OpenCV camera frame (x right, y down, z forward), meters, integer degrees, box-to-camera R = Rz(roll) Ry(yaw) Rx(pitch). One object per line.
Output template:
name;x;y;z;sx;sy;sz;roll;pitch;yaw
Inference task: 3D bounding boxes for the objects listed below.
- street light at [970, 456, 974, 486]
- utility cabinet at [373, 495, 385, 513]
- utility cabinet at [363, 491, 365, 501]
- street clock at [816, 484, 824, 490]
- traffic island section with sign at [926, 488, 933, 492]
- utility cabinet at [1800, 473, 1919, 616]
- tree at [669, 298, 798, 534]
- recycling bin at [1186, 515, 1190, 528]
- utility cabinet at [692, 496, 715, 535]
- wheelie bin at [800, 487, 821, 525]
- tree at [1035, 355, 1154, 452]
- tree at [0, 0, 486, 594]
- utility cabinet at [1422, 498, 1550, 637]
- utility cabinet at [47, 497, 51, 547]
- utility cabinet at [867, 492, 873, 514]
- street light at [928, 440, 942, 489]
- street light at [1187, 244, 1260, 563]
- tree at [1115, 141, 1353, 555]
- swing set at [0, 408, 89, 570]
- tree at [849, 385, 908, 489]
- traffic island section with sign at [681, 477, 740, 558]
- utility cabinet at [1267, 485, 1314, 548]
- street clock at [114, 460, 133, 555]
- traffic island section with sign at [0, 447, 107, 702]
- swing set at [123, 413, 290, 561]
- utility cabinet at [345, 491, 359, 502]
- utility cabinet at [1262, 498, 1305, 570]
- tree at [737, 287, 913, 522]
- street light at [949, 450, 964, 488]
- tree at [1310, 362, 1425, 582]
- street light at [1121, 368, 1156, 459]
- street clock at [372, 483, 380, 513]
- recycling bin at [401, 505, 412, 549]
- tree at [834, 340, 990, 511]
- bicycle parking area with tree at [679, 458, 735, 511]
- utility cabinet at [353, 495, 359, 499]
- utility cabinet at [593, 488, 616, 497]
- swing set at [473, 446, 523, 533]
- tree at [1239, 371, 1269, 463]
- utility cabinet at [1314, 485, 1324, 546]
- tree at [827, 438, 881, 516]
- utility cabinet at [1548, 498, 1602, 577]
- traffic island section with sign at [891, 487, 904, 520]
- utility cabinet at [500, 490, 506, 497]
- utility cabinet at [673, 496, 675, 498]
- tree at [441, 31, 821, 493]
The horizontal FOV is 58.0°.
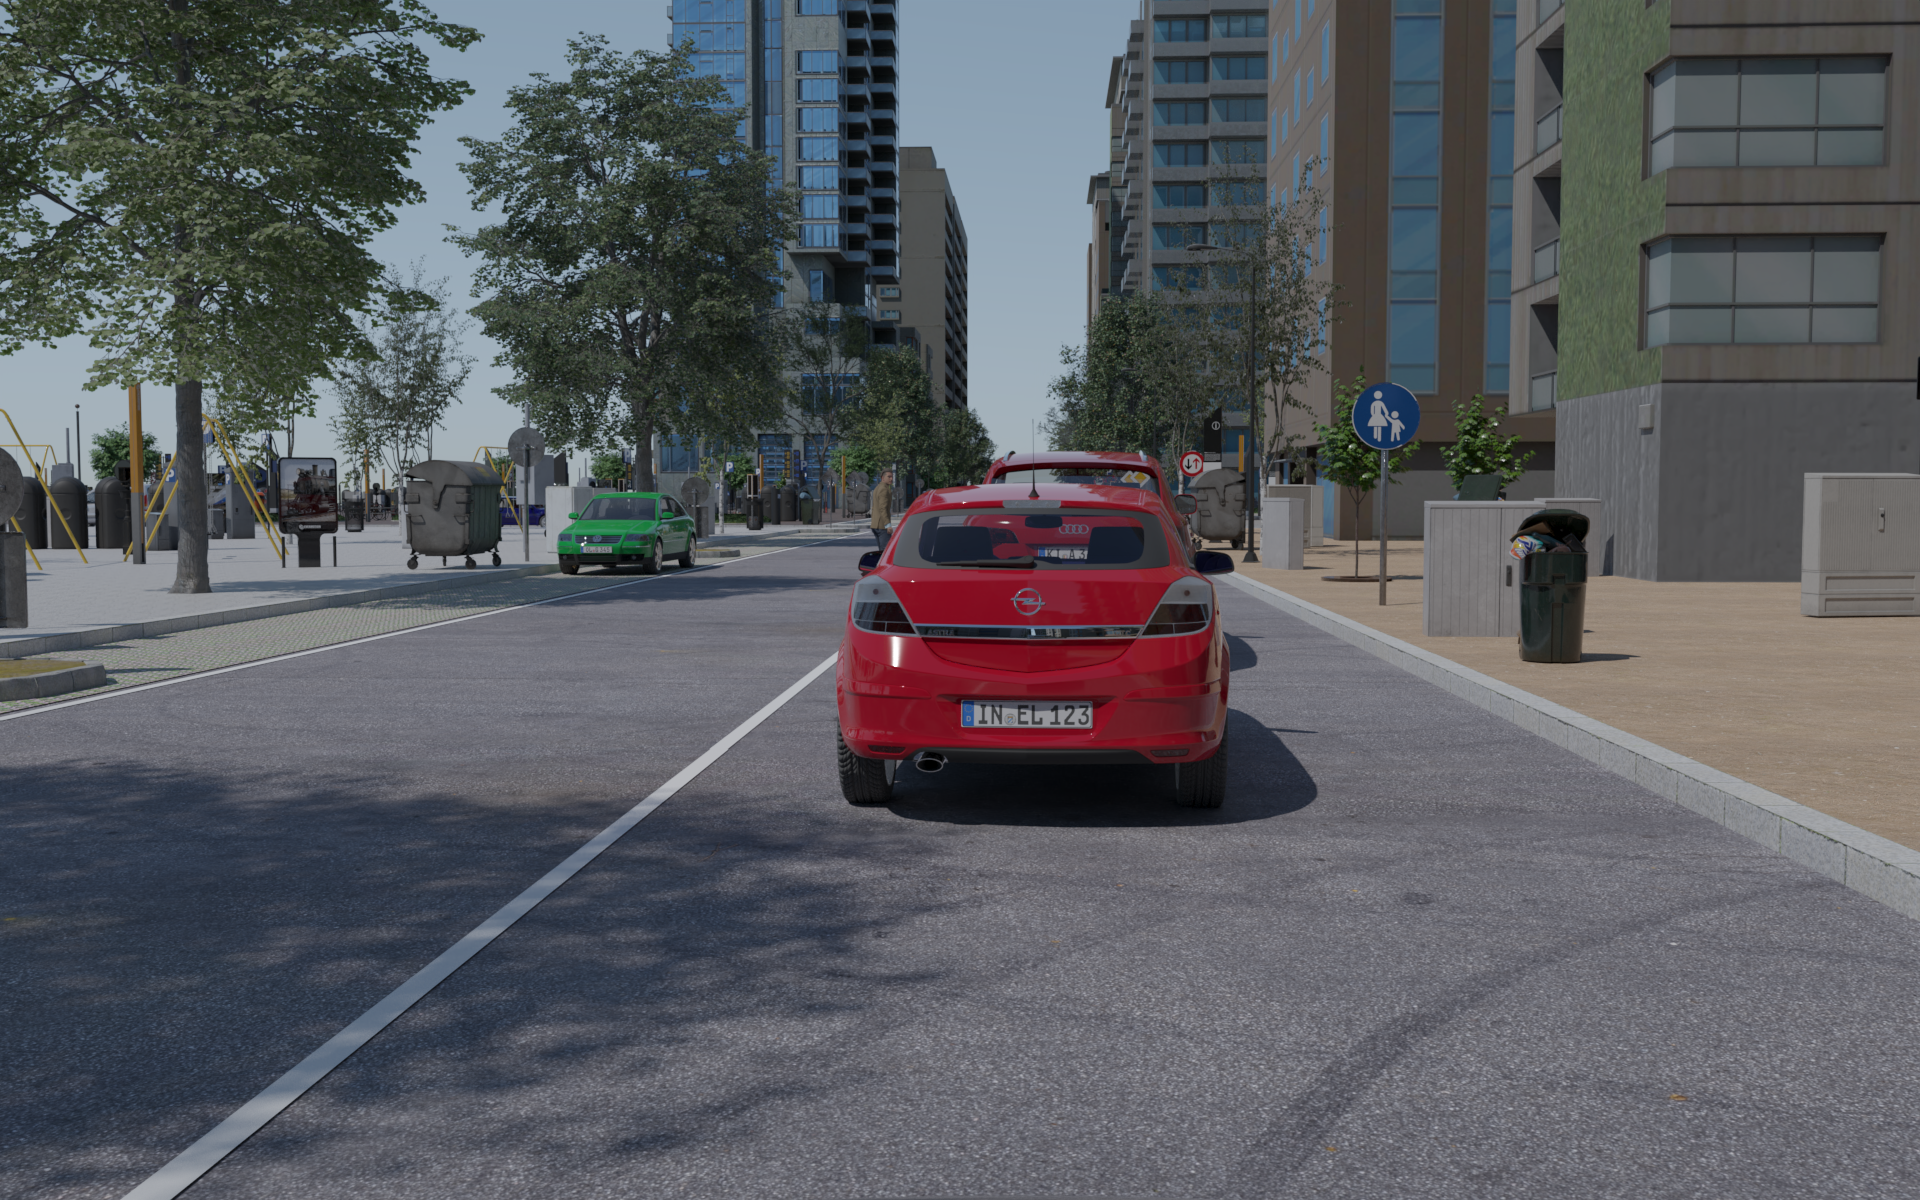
street light;0.989;-14.669;212.383;1.470;5.913;1.316;0;4;3
utility cabinet;-40.490;-6.701;120.716;1.020;1.237;0.306;3;5;42
utility cabinet;-47.400;-7.920;138.174;0.318;1.500;1.173;-1;4;-13
street clock;-9.465;-6.889;117.202;0.471;2.002;0.358;-2;4;-23
traffic island section with sign;-2.045;-6.935;122.022;1.989;1.847;2.006;0;4;3
utility cabinet;9.416;-0.574;18.056;1.173;1.500;0.318;-1;4;-9
tree;-7.626;-6.477;56.269;4.737;8.622;4.395;0;3;0
recycling bin;8.339;-3.176;64.481;0.722;1.027;0.722;1;4;18
utility cabinet;-8.096;-2.660;54.649;0.306;1.237;1.020;1;4;20
wheelie bin;-6.301;-3.955;72.568;0.693;1.594;0.980;2;4;25
tree;11.233;-13.941;138.313;12.009;13.543;11.850;0;3;0
tree;-10.168;-6.382;22.471;7.486;12.596;7.792;0;3;0
utility cabinet;4.728;-0.274;15.635;1.020;1.237;0.306;0;4;4
utility cabinet;-22.156;-1.890;42.061;1.020;1.237;0.306;2;4;26
utility cabinet;-6.037;-6.156;109.337;1.173;1.500;0.318;2;4;25
street light;-2.155;-10.791;148.969;1.470;5.913;1.316;0;4;3
street light;4.909;-3.656;32.311;1.470;5.913;1.316;0;4;3
tree;6.197;-5.224;35.779;4.360;8.622;3.978;0;3;0
swing set;-17.200;-1.999;30.312;2.862;2.851;3.119;-1;4;-13
tree;-5.242;-10.044;114.577;4.737;8.622;4.395;0;3;0
traffic island section with sign;-6.069;-1.883;39.409;1.989;1.847;2.006;0;4;3
utility cabinet;7.634;-1.945;40.485;1.173;1.500;0.318;-2;4;-23
street clock;-17.592;-1.961;36.628;0.471;2.002;0.358;1;4;14
traffic island section with sign;-7.392;-0.236;12.486;1.989;1.847;2.006;0;4;3
swing set;-15.081;-2.273;34.788;2.862;2.851;3.119;-1;4;-19
utility cabinet;-51.323;-8.417;146.299;1.173;1.500;0.318;-1;4;-14
utility cabinet;5.539;-1.133;29.683;0.306;1.237;1.020;-1;4;-17
tree;-6.461;-8.829;78.769;8.767;10.594;7.601;0;4;-6
street light;-0.601;-12.730;180.677;1.470;5.913;1.316;0;4;3
tree;6.007;-1.893;25.560;1.663;3.219;1.824;0;3;0
street light;6.655;-5.594;64.010;1.470;5.913;1.316;0;4;3
street clock;-37.381;-6.508;110.970;0.358;2.002;0.471;2;4;25
recycling bin;-12.666;-1.729;40.826;0.722;1.027;0.722;1;4;14
tree;-4.674;-13.003;129.604;9.611;12.733;9.660;0;3;0
bicycle parking area with tree;-19.065;-9.028;134.611;9.016;4.147;8.231;-1;4;-21
utility cabinet;-42.701;-6.814;122.575;0.306;1.237;1.020;-2;4;-34
utility cabinet;-13.226;-3.380;63.938;0.318;1.500;1.173;2;4;31
swing set;-15.240;-3.689;57.937;2.862;2.851;3.119;1;4;11
tree;18.799;-9.347;103.192;4.737;8.622;4.395;0;3;0
utility cabinet;8.574;-2.060;42.354;0.318;1.500;1.173;0;4;-6
tree;-6.200;-7.211;101.615;4.285;4.588;4.351;0;3;0
utility cabinet;9.410;-0.958;26.825;1.020;1.237;0.306;-1;4;-17
traffic island section with sign;-3.365;-5.289;95.099;1.989;1.847;2.006;0;4;3
utility cabinet;-24.387;-5.147;92.828;0.318;1.500;1.173;0;4;-2
utility cabinet;-10.588;-3.164;62.890;0.306;1.237;1.020;0;4;3
tree;-8.699;-8.575;46.849;9.857;13.997;8.962;0;3;0
